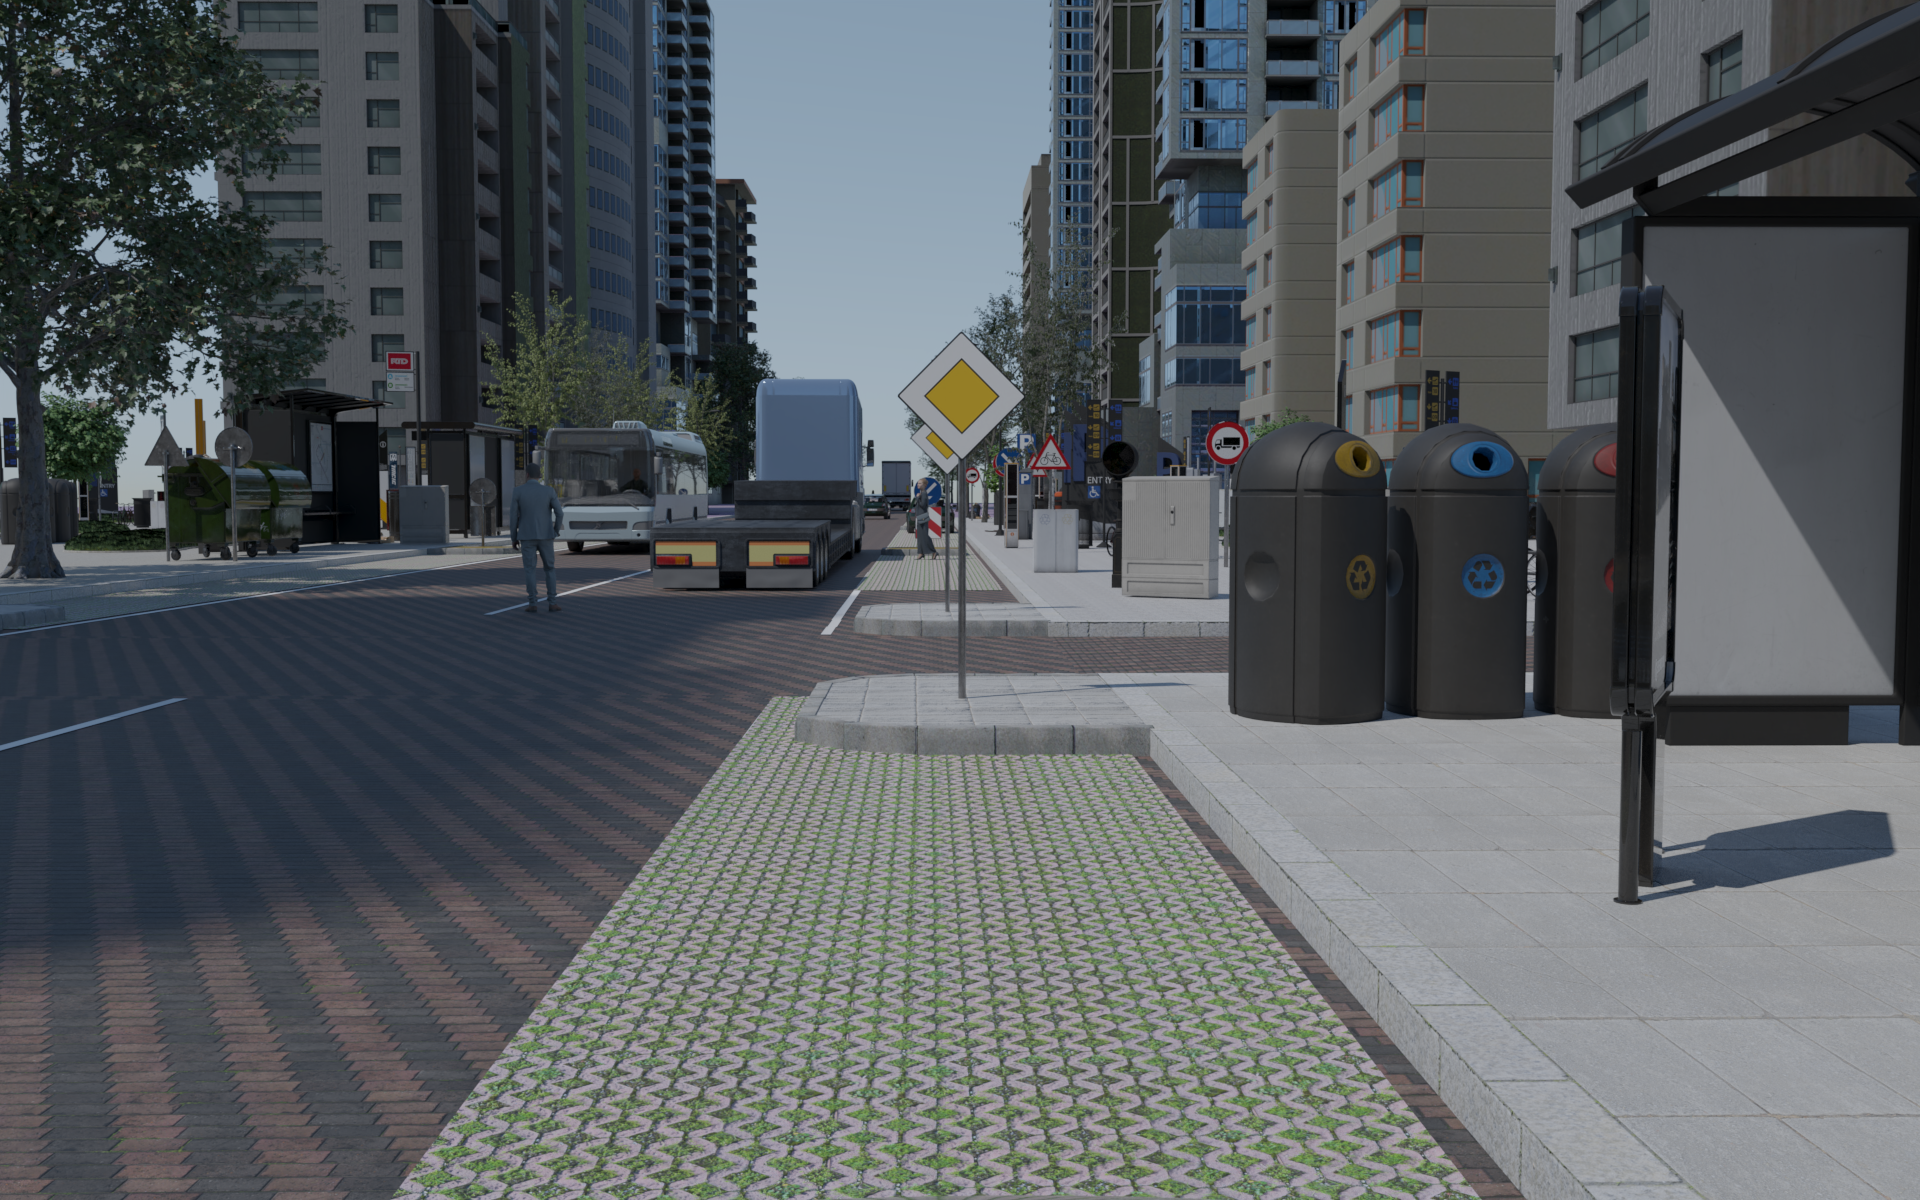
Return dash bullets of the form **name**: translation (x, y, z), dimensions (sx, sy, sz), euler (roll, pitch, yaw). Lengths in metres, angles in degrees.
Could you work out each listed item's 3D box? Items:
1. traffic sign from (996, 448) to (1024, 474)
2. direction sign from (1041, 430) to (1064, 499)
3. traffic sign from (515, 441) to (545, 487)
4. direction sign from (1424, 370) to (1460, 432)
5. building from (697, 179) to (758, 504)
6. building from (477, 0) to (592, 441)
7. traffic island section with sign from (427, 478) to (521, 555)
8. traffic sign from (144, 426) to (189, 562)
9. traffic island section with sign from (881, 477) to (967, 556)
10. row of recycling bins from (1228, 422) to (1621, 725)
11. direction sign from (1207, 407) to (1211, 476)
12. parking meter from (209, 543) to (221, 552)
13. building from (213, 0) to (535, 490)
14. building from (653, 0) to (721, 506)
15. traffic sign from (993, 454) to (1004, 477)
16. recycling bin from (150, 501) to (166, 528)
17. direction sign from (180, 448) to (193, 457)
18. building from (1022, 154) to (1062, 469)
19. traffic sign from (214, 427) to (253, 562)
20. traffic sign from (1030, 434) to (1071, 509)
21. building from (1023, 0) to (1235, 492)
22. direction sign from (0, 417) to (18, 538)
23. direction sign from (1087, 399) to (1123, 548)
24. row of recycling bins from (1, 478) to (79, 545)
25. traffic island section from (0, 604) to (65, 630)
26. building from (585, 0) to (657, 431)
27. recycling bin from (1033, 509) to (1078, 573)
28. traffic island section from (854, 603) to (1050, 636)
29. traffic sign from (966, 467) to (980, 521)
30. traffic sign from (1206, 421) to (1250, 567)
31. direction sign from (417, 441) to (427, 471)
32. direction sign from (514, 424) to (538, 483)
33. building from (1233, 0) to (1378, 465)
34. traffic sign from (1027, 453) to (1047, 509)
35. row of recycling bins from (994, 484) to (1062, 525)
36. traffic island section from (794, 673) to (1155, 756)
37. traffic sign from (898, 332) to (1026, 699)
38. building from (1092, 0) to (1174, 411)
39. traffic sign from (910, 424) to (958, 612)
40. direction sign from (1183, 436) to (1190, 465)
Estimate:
- **traffic sign**: translation (1.365, -2.902, 47.561), dimensions (0.768, 2.556, 0.104), euler (0, 4, 7)
- **direction sign**: translation (3.303, -4.221, 61.009), dimensions (0.876, 3.537, 0.379), euler (0, 4, -1)
- **traffic sign**: translation (-16.010, -4.435, 66.384), dimensions (2.265, 3.308, 0.079), euler (0, 4, 3)
- **direction sign**: translation (8.857, -2.440, 31.883), dimensions (0.876, 3.537, 0.379), euler (-2, 4, -32)
- **building**: translation (-39.153, -35.449, 234.209), dimensions (22.147, 44.769, 28.867), euler (0, 4, -1)
- **building**: translation (-33.001, -26.396, 115.176), dimensions (14.154, 41.232, 14.086), euler (0, 4, -1)
- **traffic island section with sign**: translation (-11.539, -2.015, 41.574), dimensions (1.989, 1.847, 2.006), euler (0, 4, -1)
- **traffic sign**: translation (-15.062, -2.011, 32.882), dimensions (0.884, 2.594, 0.081), euler (0, 4, 5)
- **traffic island section with sign**: translation (-0.859, -1.969, 40.825), dimensions (1.989, 1.847, 2.006), euler (0, 4, -1)
- **row of recycling bins**: translation (3.330, -0.185, 10.142), dimensions (3.534, 1.692, 1.069), euler (0, 4, -5)
- **direction sign**: translation (6.532, -3.270, 45.461), dimensions (0.379, 3.537, 0.876), euler (0, 4, 4)
- **parking meter**: translation (-16.442, -1.984, 38.146), dimensions (0.255, 1.863, 0.399), euler (-1, 4, -23)
- **building**: translation (-33.480, -20.130, 100.831), dimensions (14.160, 30.474, 14.107), euler (0, 4, -1)
- **building**: translation (-39.343, -54.439, 202.755), dimensions (22.319, 86.520, 31.000), euler (0, 4, -1)
- **traffic sign**: translation (1.350, -3.134, 51.348), dimensions (0.768, 2.556, 0.104), euler (0, 4, 6)
- **recycling bin**: translation (-28.295, -3.006, 61.705), dimensions (0.722, 1.027, 0.722), euler (1, 4, 19)
- **direction sign**: translation (-37.775, -5.652, 84.403), dimensions (0.379, 3.537, 0.876), euler (3, 4, 37)
- **building**: translation (19.956, -37.852, 242.584), dimensions (21.300, 48.544, 21.600), euler (0, 4, -1)
- **traffic sign**: translation (-13.797, -2.005, 32.894), dimensions (0.768, 2.556, 0.104), euler (0, 4, 7)
- **traffic sign**: translation (1.967, -2.296, 37.550), dimensions (0.884, 2.594, 0.081), euler (0, 4, 7)
- **building**: translation (19.846, -55.189, 215.003), dimensions (22.319, 86.520, 31.000), euler (0, 4, -1)
- **direction sign**: translation (-28.351, -3.622, 51.212), dimensions (0.876, 3.537, 0.379), euler (-1, 4, -19)
- **direction sign**: translation (3.464, -3.031, 41.548), dimensions (0.876, 3.537, 0.379), euler (-1, 4, -10)
- **row of recycling bins**: translation (-24.080, -2.344, 45.434), dimensions (1.069, 1.692, 3.534), euler (0, 4, -7)
- **traffic island section**: translation (-11.105, 0.221, 18.673), dimensions (2.009, 0.180, 2.903), euler (0, 4, -1)
- **building**: translation (-36.749, -36.338, 136.119), dimensions (21.231, 58.520, 28.212), euler (0, 4, -1)
- **recycling bin**: translation (1.570, -0.976, 28.505), dimensions (0.722, 1.027, 0.722), euler (0, 4, 1)
- **traffic island section**: translation (-0.116, 0.208, 18.873), dimensions (2.009, 0.180, 2.903), euler (0, 4, -1)
- **traffic sign**: translation (0.575, -5.067, 82.958), dimensions (0.768, 2.556, 0.104), euler (0, 4, 1)
- **traffic sign**: translation (4.661, -1.845, 30.264), dimensions (0.768, 2.556, 0.104), euler (0, 4, -1)
- **direction sign**: translation (-17.754, -4.036, 57.989), dimensions (0.876, 3.537, 0.379), euler (1, 4, 12)
- **direction sign**: translation (-14.145, -3.946, 56.520), dimensions (0.379, 3.537, 0.876), euler (3, 5, 40)
- **building**: translation (22.263, -49.440, 121.015), dimensions (22.319, 86.520, 31.000), euler (0, 4, -1)
- **traffic sign**: translation (2.299, -3.286, 53.724), dimensions (0.884, 2.594, 0.081), euler (0, 4, 0)
- **row of recycling bins**: translation (3.146, -3.930, 71.374), dimensions (3.534, 1.692, 1.069), euler (0, 4, 3)
- **traffic island section**: translation (0.034, 0.697, 10.890), dimensions (2.009, 0.180, 2.903), euler (0, 4, -1)
- **traffic sign**: translation (0.010, -0.438, 10.812), dimensions (0.795, 2.450, 0.064), euler (0, 4, -1)
- **building**: translation (20.301, -43.401, 147.853), dimensions (20.563, 71.187, 20.611), euler (0, 4, -1)
- **traffic sign**: translation (-0.139, -0.927, 18.796), dimensions (0.795, 2.450, 0.064), euler (0, 4, -1)
- **direction sign**: translation (8.884, -4.650, 68.027), dimensions (0.379, 3.537, 0.876), euler (0, 4, -7)
